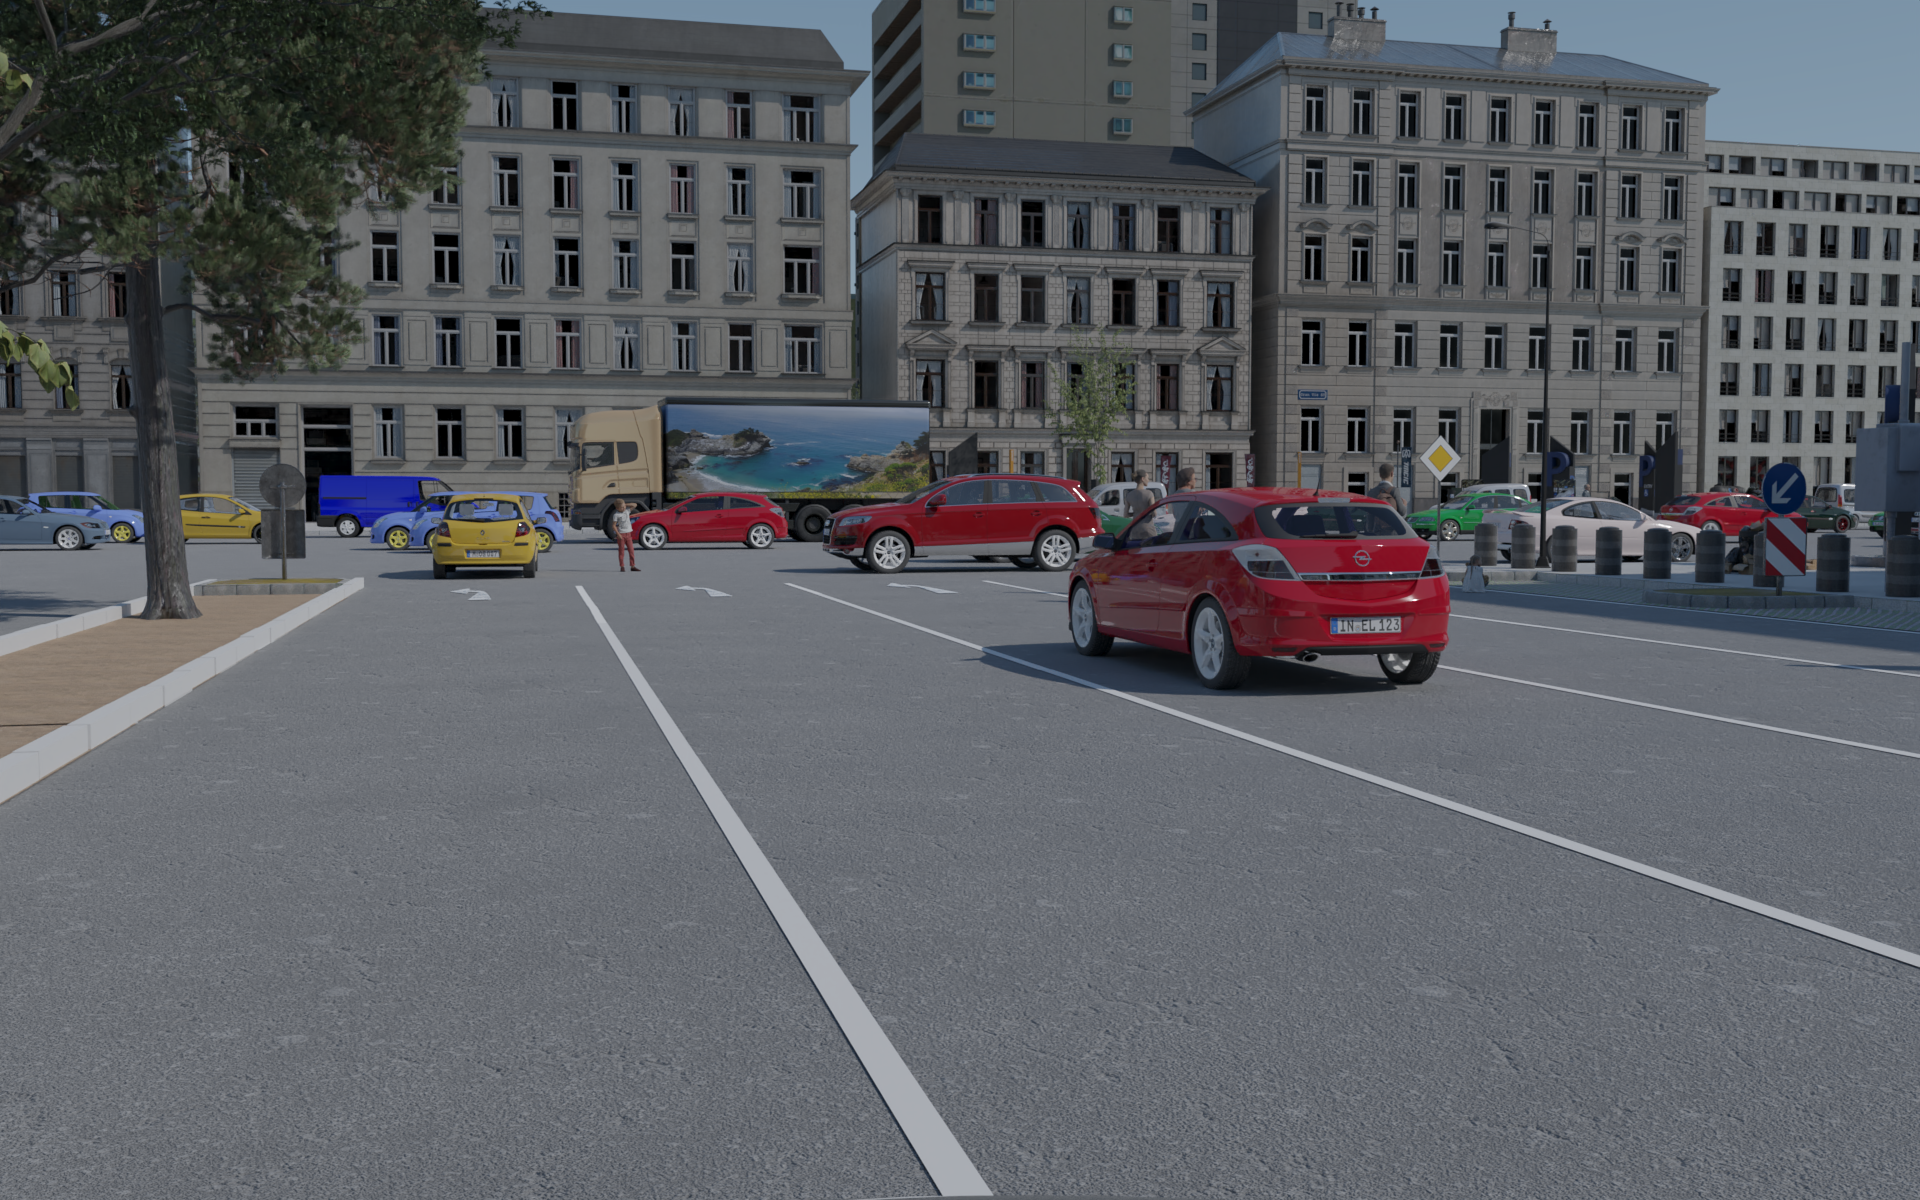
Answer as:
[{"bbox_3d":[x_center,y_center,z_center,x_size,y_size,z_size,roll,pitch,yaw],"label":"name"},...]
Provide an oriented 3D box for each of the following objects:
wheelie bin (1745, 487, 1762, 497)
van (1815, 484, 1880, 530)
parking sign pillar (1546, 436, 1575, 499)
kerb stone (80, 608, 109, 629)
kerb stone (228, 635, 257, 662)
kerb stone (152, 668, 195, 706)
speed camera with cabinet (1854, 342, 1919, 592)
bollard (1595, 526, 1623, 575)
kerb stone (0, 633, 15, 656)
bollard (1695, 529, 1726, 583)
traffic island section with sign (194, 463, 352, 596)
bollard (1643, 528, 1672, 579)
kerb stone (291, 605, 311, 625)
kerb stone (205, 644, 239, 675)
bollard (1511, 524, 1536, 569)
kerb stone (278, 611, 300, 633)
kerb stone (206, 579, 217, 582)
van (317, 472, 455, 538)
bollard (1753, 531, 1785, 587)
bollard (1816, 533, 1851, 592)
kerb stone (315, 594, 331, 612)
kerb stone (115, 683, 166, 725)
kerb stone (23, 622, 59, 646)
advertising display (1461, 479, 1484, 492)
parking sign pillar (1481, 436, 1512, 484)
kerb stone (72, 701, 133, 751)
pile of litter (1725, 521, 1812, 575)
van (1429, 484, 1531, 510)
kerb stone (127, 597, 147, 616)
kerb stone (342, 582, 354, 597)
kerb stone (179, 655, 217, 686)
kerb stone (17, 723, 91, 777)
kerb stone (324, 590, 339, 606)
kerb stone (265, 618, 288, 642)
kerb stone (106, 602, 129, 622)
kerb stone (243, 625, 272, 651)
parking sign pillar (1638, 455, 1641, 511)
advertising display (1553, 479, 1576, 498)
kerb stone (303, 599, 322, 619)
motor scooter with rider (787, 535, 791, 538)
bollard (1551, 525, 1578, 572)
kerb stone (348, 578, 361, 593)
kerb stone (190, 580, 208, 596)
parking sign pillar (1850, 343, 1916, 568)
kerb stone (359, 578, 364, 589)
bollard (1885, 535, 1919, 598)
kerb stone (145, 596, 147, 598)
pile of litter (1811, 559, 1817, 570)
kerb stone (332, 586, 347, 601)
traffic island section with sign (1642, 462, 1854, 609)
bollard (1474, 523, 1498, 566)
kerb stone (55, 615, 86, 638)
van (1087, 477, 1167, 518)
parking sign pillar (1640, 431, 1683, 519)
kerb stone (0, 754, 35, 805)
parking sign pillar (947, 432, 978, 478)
[{"bbox_3d":[36.310,-4.364,79.262,0.980,1.594,0.693,-2,4,-27],"label":"wheelie bin"},{"bbox_3d":[36.610,-3.852,69.995,4.112,2.044,2.013,-1,4,-15],"label":"van"},{"bbox_3d":[27.550,-5.568,79.506,1.447,3.967,1.447,-2,4,-34],"label":"parking sign pillar"},{"bbox_3d":[-9.346,0.220,18.591,0.120,0.150,1.000,-1,4,-14],"label":"kerb stone"},{"bbox_3d":[-6.303,0.442,15.126,0.120,0.150,1.000,-1,4,-14],"label":"kerb stone"},{"bbox_3d":[-5.533,0.622,12.127,0.120,0.150,1.000,-1,4,-14],"label":"kerb stone"},{"bbox_3d":[12.917,-1.753,22.990,2.038,3.252,0.660,-1,4,-16],"label":"speed camera with cabinet"},{"bbox_3d":[10.297,-0.781,27.489,0.404,0.777,0.398,0,3,0],"label":"bollard"},{"bbox_3d":[-8.590,0.404,15.596,0.120,0.150,1.000,-1,4,-14],"label":"kerb stone"},{"bbox_3d":[10.895,-0.638,25.145,0.404,0.777,0.398,0,3,0],"label":"bollard"},{"bbox_3d":[-9.991,-1.053,25.352,2.006,1.907,1.989,-1,4,-14],"label":"traffic island section with sign"},{"bbox_3d":[10.596,-0.709,26.308,0.404,0.777,0.398,0,3,0],"label":"bollard"},{"bbox_3d":[-7.319,0.188,19.128,0.120,0.150,1.000,-1,4,-14],"label":"kerb stone"},{"bbox_3d":[-6.048,0.496,14.128,0.120,0.150,1.000,-1,4,-14],"label":"kerb stone"},{"bbox_3d":[9.704,-0.924,29.832,0.404,0.777,0.398,0,3,0],"label":"bollard"},{"bbox_3d":[-7.061,0.249,18.128,0.120,0.150,1.000,-1,4,-14],"label":"kerb stone"},{"bbox_3d":[-11.121,-0.206,25.585,0.120,0.150,1.000,-1,4,-14],"label":"kerb stone"},{"bbox_3d":[-18.614,-3.263,57.733,5.245,2.365,2.240,-1,4,-13],"label":"van"},{"bbox_3d":[11.199,-0.566,23.966,0.404,0.777,0.398,0,3,0],"label":"bollard"},{"bbox_3d":[11.492,-0.494,22.792,0.404,0.777,0.398,0,3,0],"label":"bollard"},{"bbox_3d":[-7.829,0.065,21.135,0.120,0.150,1.000,-1,4,-14],"label":"kerb stone"},{"bbox_3d":[-5.285,0.682,11.123,0.120,0.150,1.000,-1,4,-14],"label":"kerb stone"},{"bbox_3d":[-8.854,0.343,16.590,0.120,0.150,1.000,-1,4,-14],"label":"kerb stone"},{"bbox_3d":[22.269,-4.286,75.283,0.974,1.923,0.123,0,4,5],"label":"advertising display"},{"bbox_3d":[25.170,-5.676,81.272,1.447,3.967,1.447,3,4,37],"label":"parking sign pillar"},{"bbox_3d":[-5.027,0.738,10.127,0.120,0.150,1.000,-1,4,-14],"label":"kerb stone"},{"bbox_3d":[12.616,-0.853,27.915,1.176,0.858,1.719,0,4,-5],"label":"pile of litter"},{"bbox_3d":[20.522,-3.766,68.581,4.112,2.044,2.013,-1,4,-13],"label":"van"},{"bbox_3d":[-9.858,0.099,20.583,0.120,0.150,1.000,-1,4,-14],"label":"kerb stone"},{"bbox_3d":[-8.586,-0.110,24.132,0.120,0.150,1.000,-1,4,-14],"label":"kerb stone"},{"bbox_3d":[-5.798,0.559,13.120,0.120,0.150,1.000,-1,4,-14],"label":"kerb stone"},{"bbox_3d":[-4.779,0.800,9.119,0.120,0.150,1.000,-1,4,-14],"label":"kerb stone"},{"bbox_3d":[-8.083,0.004,22.138,0.120,0.150,1.000,-1,4,-14],"label":"kerb stone"},{"bbox_3d":[-6.808,0.313,17.132,0.120,0.150,1.000,-1,4,-14],"label":"kerb stone"},{"bbox_3d":[-9.602,0.163,19.588,0.120,0.150,1.000,-1,4,-14],"label":"kerb stone"},{"bbox_3d":[-6.559,0.371,16.122,0.120,0.150,1.000,-1,4,-14],"label":"kerb stone"},{"bbox_3d":[34.434,-5.991,86.423,1.447,3.967,1.447,-1,4,-12],"label":"parking sign pillar"},{"bbox_3d":[26.056,-4.250,74.699,0.974,1.923,0.123,3,5,42],"label":"advertising display"},{"bbox_3d":[-7.573,0.126,20.133,0.120,0.150,1.000,-1,4,-14],"label":"kerb stone"},{"bbox_3d":[-4.855,-2.940,57.036,1.986,1.779,0.876,-1,4,-16],"label":"motor scooter with rider"},{"bbox_3d":[10.004,-0.853,28.659,0.404,0.777,0.398,0,3,0],"label":"bollard"},{"bbox_3d":[-8.839,-0.179,25.129,0.120,0.150,1.000,-1,4,-14],"label":"kerb stone"},{"bbox_3d":[-10.869,-0.145,24.584,0.120,0.150,1.000,-1,4,-14],"label":"kerb stone"},{"bbox_3d":[16.595,-2.576,30.591,1.447,3.967,1.447,2,4,27],"label":"parking sign pillar"},{"bbox_3d":[-9.098,-0.239,26.124,0.120,0.150,1.000,-1,4,-14],"label":"kerb stone"},{"bbox_3d":[11.791,-0.423,21.627,0.404,0.777,0.398,0,3,0],"label":"bollard"},{"bbox_3d":[-10.113,0.037,21.588,0.120,0.150,1.000,-1,4,-14],"label":"kerb stone"},{"bbox_3d":[14.295,-0.979,29.965,1.176,0.858,1.719,2,4,24],"label":"pile of litter"},{"bbox_3d":[-8.337,-0.057,23.134,0.120,0.150,1.000,-1,4,-14],"label":"kerb stone"},{"bbox_3d":[10.043,-0.845,22.443,1.989,1.847,2.006,-1,4,-14],"label":"traffic island section with sign"},{"bbox_3d":[9.412,-0.996,31.006,0.404,0.777,0.398,0,3,0],"label":"bollard"},{"bbox_3d":[-9.095,0.285,17.590,0.120,0.150,1.000,-1,4,-14],"label":"kerb stone"},{"bbox_3d":[4.995,-3.165,58.755,4.112,2.044,2.013,-1,4,-15],"label":"van"},{"bbox_3d":[30.696,-5.294,75.022,1.447,3.967,1.447,-1,4,-15],"label":"parking sign pillar"},{"bbox_3d":[-4.522,0.863,8.124,0.120,0.150,1.000,-1,4,-14],"label":"kerb stone"},{"bbox_3d":[0.089,-5.312,75.331,1.447,3.967,1.447,-1,4,-19],"label":"parking sign pillar"}]
